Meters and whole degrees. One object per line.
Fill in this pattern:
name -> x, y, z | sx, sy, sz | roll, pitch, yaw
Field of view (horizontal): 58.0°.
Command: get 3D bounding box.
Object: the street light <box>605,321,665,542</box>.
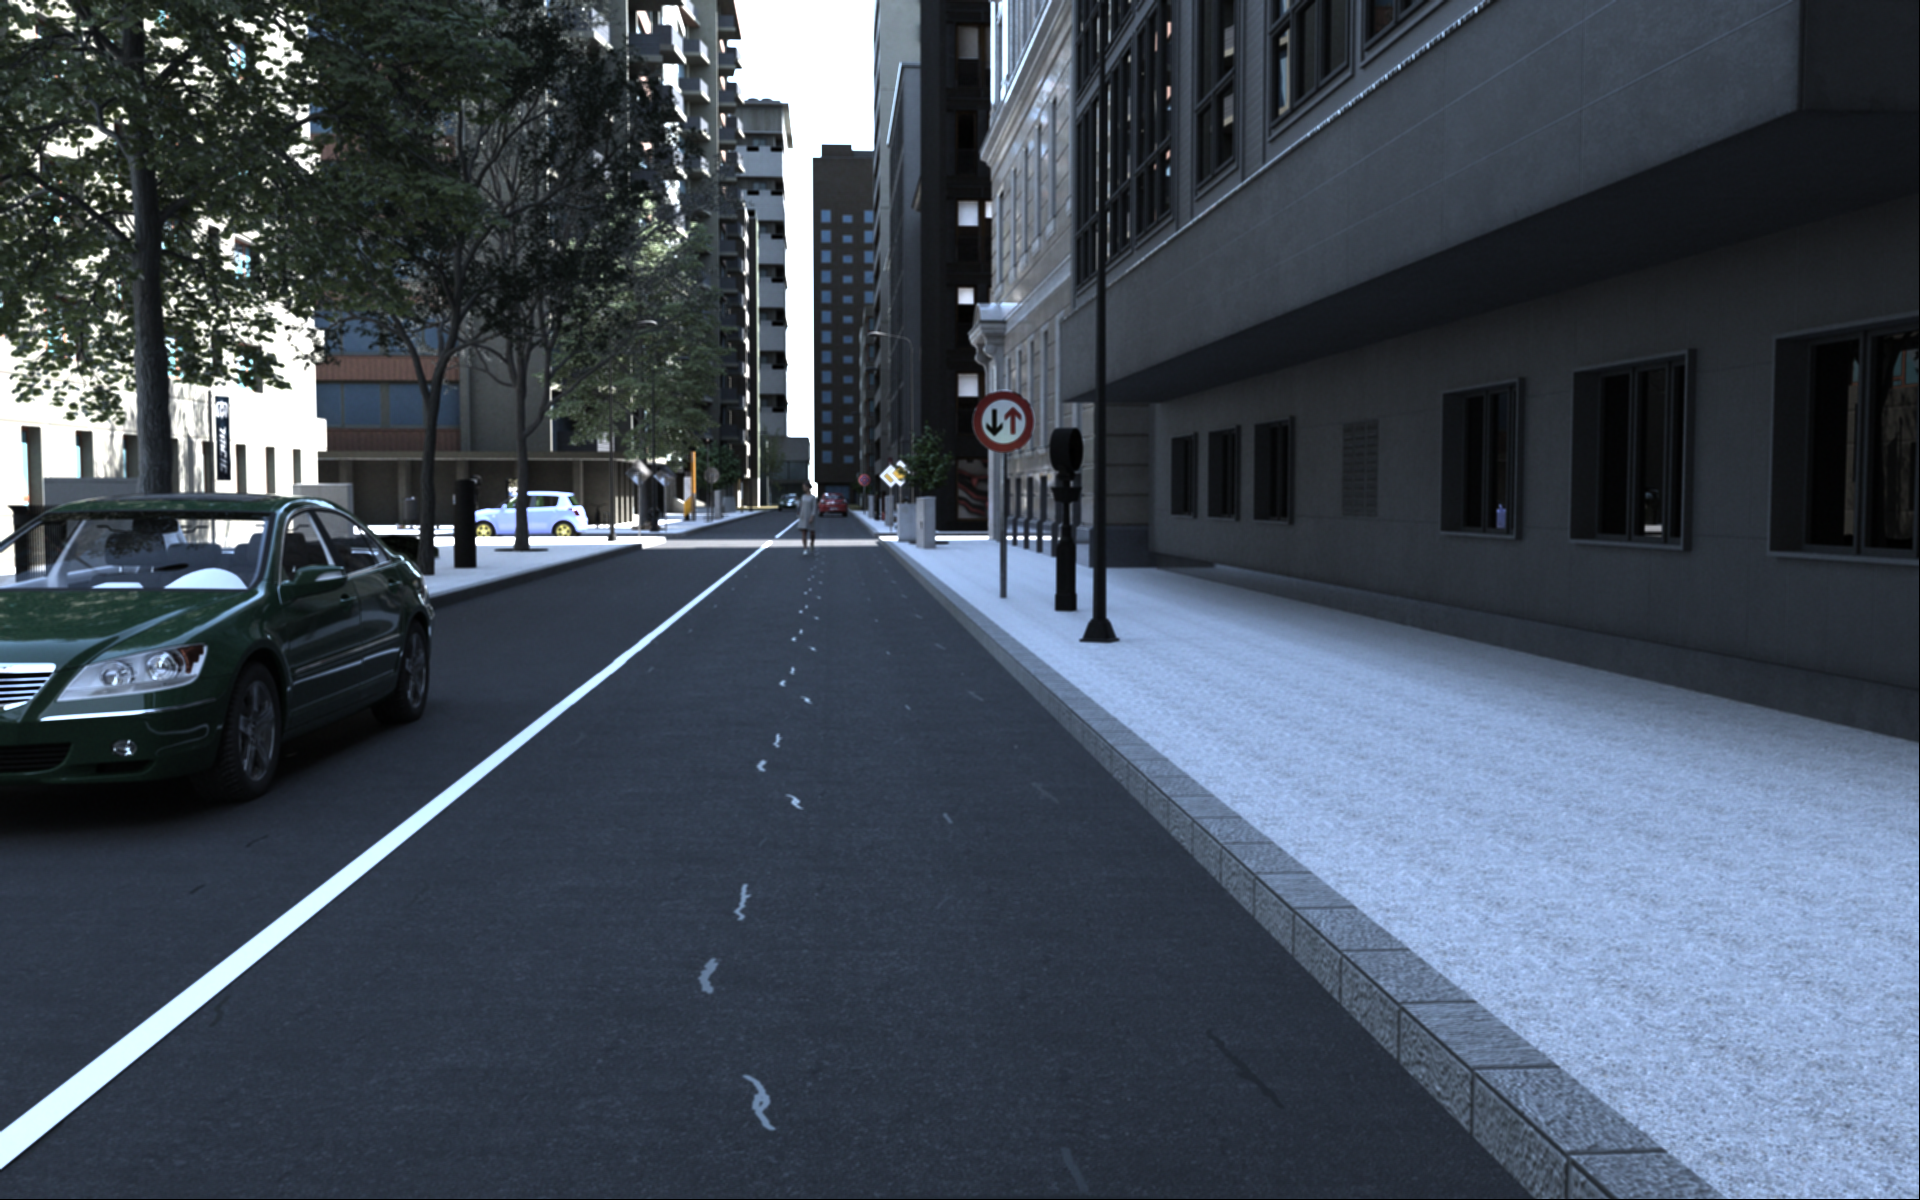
street light -> -8.835, -4.528, 46.572 | 1.470, 5.913, 1.316 | 0, 4, -4

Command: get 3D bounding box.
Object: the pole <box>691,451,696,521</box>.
pole -> -12.763, -5.448, 82.923 | 0.158, 3.312, 0.155 | 0, 3, 0

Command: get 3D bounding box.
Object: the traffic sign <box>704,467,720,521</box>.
traffic sign -> -11.733, -4.998, 81.829 | 0.768, 2.556, 0.104 | 0, 4, 3

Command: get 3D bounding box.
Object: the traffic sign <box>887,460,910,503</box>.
traffic sign -> -1.747, -2.873, 50.618 | 0.795, 2.450, 0.064 | 0, 4, -4

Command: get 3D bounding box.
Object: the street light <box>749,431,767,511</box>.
street light -> -14.971, -9.531, 128.371 | 1.470, 5.913, 1.316 | 0, 4, -4

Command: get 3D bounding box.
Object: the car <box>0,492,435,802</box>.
car -> -4.268, 0.138, 9.543 | 2.131, 1.459, 4.920 | 0, 4, -3

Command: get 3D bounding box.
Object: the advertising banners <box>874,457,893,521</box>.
advertising banners -> -3.691, -5.345, 83.579 | 0.090, 3.025, 2.074 | -2, 4, -27

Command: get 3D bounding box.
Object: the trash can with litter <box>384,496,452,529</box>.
trash can with litter -> -19.786, -3.202, 63.418 | 2.233, 1.210, 1.678 | 0, 4, 7

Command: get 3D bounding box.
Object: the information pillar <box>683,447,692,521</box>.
information pillar -> -13.043, -5.617, 83.200 | 0.504, 3.616, 0.183 | -2, 4, -25

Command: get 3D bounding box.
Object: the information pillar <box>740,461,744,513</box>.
information pillar -> -15.149, -7.887, 120.302 | 0.183, 3.616, 0.504 | 0, 4, -3

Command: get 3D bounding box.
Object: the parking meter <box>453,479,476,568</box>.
parking meter -> -8.636, -1.332, 30.192 | 0.372, 1.533, 0.369 | 0, 3, 0

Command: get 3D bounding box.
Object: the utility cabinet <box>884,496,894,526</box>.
utility cabinet -> -2.847, -3.563, 69.422 | 0.306, 1.237, 1.020 | 0, 4, -7

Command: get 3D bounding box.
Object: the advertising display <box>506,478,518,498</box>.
advertising display -> -17.486, -3.863, 68.379 | 0.123, 1.923, 0.974 | 3, 4, 36

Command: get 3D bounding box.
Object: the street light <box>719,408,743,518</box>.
street light -> -12.419, -7.408, 93.668 | 1.470, 5.913, 1.316 | 0, 4, -4

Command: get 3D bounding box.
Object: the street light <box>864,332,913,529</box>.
street light -> -1.948, -4.733, 49.931 | 1.470, 5.913, 1.316 | 0, 4, -4

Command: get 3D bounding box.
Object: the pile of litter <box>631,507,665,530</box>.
pile of litter -> -11.158, -2.925, 61.794 | 1.176, 0.858, 1.719 | -1, 4, -15

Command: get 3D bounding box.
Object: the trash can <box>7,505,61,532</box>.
trash can -> -11.819, -0.650, 22.278 | 0.748, 1.137, 0.748 | 0, 3, 0

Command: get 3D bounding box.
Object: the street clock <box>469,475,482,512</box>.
street clock -> -18.440, -3.756, 65.979 | 0.471, 2.002, 0.358 | 3, 4, 36

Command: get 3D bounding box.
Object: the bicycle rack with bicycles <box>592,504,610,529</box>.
bicycle rack with bicycles -> -14.088, -3.102, 64.092 | 2.852, 0.926, 2.925 | -1, 4, -16

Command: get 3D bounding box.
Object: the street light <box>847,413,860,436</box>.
street light -> -5.535, -7.723, 98.817 | 1.470, 5.913, 1.316 | 0, 4, -4

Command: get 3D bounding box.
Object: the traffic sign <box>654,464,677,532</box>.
traffic sign -> -9.866, -3.327, 58.043 | 0.795, 2.450, 0.064 | 0, 4, -4

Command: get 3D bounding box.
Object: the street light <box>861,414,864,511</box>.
street light -> -2.783, -5.574, 63.675 | 1.470, 5.913, 1.316 | 0, 4, -4

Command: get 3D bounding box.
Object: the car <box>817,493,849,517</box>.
car -> -8.153, -6.227, 110.853 | 2.155, 1.783, 4.494 | 0, 4, -6

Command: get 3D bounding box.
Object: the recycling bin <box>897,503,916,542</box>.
recycling bin -> -1.338, -2.099, 46.876 | 0.722, 1.027, 0.722 | 0, 4, -5

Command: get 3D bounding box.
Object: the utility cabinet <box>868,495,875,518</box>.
utility cabinet -> -4.745, -5.026, 93.344 | 0.306, 1.237, 1.020 | 0, 4, 3

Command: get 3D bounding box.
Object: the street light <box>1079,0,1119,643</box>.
street light -> 0.677, -2.591, 14.900 | 1.470, 5.913, 1.316 | 0, 4, -4

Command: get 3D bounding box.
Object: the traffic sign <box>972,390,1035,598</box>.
traffic sign -> 0.538, -1.299, 21.348 | 0.768, 2.556, 0.104 | 0, 4, 3

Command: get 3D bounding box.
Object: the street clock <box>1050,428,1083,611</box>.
street clock -> 1.166, -0.883, 19.014 | 0.358, 2.002, 0.471 | 2, 4, 24

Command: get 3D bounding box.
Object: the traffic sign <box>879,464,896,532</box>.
traffic sign -> -2.341, -3.360, 58.581 | 0.795, 2.450, 0.064 | 0, 4, -4

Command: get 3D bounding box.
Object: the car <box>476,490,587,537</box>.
car -> -13.323, -2.659, 53.059 | 3.694, 1.707, 1.945 | 0, 4, -4

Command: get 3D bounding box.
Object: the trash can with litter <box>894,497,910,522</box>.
trash can with litter -> -2.705, -4.095, 78.346 | 1.055, 1.170, 0.624 | 2, 4, 25

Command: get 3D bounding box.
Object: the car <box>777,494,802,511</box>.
car -> -14.548, -8.301, 147.511 | 2.131, 1.459, 4.920 | 0, 4, -5

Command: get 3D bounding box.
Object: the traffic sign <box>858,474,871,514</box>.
traffic sign -> -6.059, -6.717, 109.926 | 0.768, 2.556, 0.104 | 0, 4, -4

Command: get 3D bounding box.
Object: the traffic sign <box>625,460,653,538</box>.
traffic sign -> -9.272, -2.840, 50.080 | 0.795, 2.450, 0.064 | 0, 4, -4

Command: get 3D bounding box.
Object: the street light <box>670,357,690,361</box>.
street light -> -9.850, -5.274, 58.778 | 1.470, 5.913, 1.316 | 0, 4, -4
